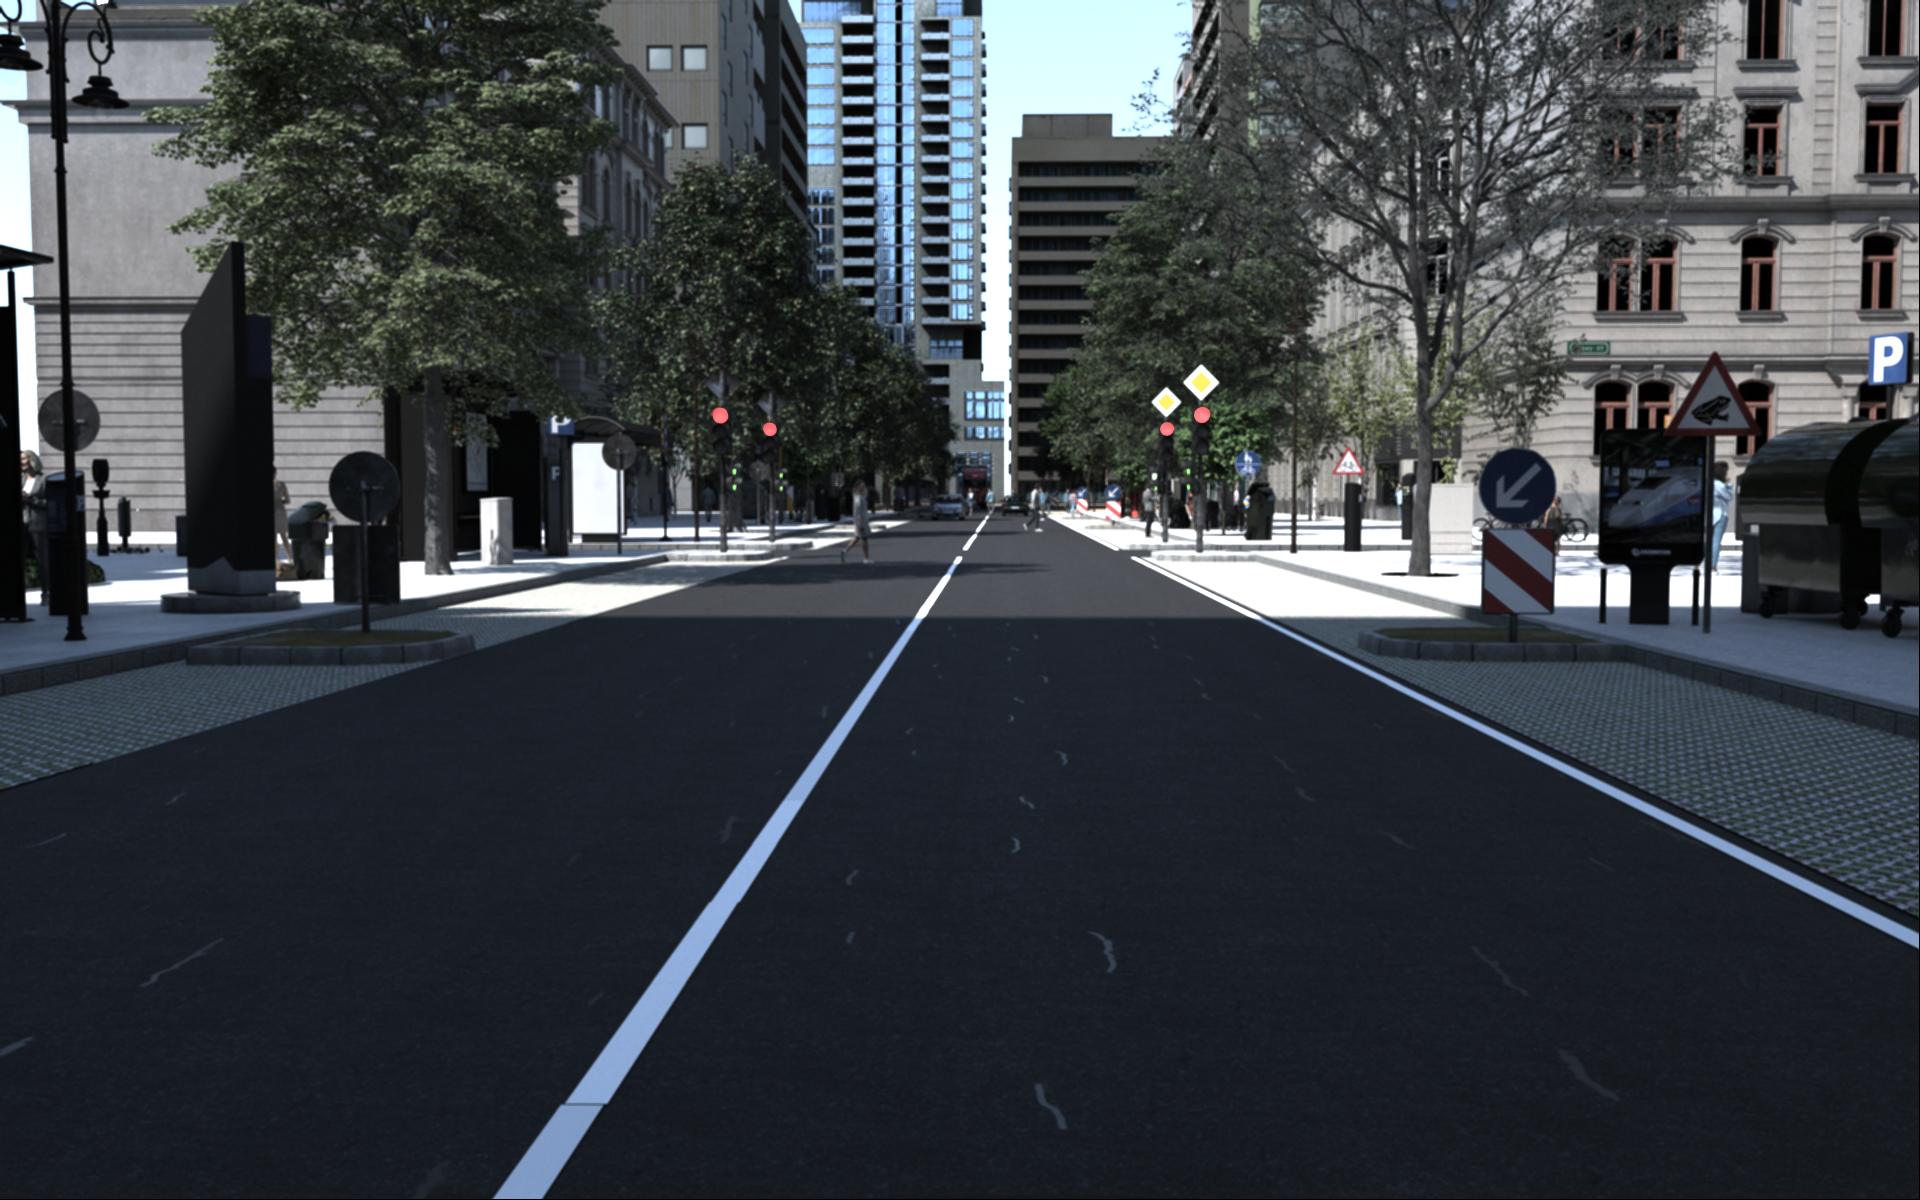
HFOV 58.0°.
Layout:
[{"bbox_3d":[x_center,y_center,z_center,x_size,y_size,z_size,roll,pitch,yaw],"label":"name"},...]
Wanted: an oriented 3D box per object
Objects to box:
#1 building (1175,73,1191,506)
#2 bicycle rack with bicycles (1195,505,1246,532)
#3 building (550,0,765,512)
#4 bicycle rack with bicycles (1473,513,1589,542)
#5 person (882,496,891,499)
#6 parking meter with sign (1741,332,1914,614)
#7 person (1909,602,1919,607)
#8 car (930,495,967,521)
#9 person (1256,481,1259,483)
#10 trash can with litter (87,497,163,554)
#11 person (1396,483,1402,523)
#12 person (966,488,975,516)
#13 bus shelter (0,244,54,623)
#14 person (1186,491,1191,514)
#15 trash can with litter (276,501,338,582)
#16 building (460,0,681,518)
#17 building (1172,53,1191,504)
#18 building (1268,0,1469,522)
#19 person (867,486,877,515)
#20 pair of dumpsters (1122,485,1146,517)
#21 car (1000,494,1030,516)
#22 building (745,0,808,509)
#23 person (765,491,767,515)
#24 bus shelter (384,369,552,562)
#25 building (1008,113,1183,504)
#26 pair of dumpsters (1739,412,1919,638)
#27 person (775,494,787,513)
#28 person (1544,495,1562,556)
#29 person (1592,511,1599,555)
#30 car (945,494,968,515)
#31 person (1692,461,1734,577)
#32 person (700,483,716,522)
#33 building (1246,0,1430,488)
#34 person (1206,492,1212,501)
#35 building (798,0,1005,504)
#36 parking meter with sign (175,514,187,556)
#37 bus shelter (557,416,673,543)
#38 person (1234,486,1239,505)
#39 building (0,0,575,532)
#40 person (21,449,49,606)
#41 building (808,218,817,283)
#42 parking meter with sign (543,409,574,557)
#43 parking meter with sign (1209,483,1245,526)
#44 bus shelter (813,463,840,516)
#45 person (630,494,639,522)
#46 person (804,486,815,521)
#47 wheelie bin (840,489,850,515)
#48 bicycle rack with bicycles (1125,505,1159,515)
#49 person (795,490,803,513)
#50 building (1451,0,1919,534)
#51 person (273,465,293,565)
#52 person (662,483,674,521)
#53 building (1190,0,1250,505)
[{"bbox_3d":[33.372,-31.519,169.966,22.147,44.769,28.867,0,4,1],"label":"building"},{"bbox_3d":[9.048,-2.761,58.525,2.852,0.926,2.925,0,4,3],"label":"bicycle rack with bicycles"},{"bbox_3d":[-30.010,-33.390,135.157,28.713,52.752,27.495,0,4,1],"label":"building"},{"bbox_3d":[15.735,-2.051,46.914,2.852,0.926,2.925,-3,4,-39],"label":"bicycle rack with bicycles"},{"bbox_3d":[-8.529,-11.883,202.916,1.348,1.807,0.705,3,5,40],"label":"person"},{"bbox_3d":[9.333,-1.373,18.714,1.738,3.016,0.543,-1,4,-15],"label":"parking meter with sign"},{"bbox_3d":[10.655,-0.842,19.908,0.679,1.850,0.850,-3,5,-40],"label":"person"},{"bbox_3d":[-0.611,-5.073,94.952,2.014,1.417,4.499,0,4,2],"label":"car"},{"bbox_3d":[11.660,-3.749,67.756,0.576,1.772,0.534,-2,4,-24],"label":"person"},{"bbox_3d":[-18.305,-1.636,37.803,1.678,1.210,2.233,-2,4,-32],"label":"trash can with litter"},{"bbox_3d":[19.566,-4.291,76.469,0.793,1.790,0.793,1,4,23],"label":"person"},{"bbox_3d":[0.716,-6.329,111.998,0.581,1.822,0.654,1,4,18],"label":"person"},{"bbox_3d":[-9.935,-1.405,14.249,1.731,3.624,6.357,0,4,2],"label":"bus shelter"},{"bbox_3d":[13.531,-5.843,101.592,0.581,1.822,0.654,0,4,-3],"label":"person"},{"bbox_3d":[-9.819,-0.878,25.743,0.624,1.170,1.055,1,4,22],"label":"trash can with litter"},{"bbox_3d":[-24.021,-18.733,93.667,14.401,28.519,23.554,0,4,1],"label":"building"},{"bbox_3d":[42.231,-41.700,223.788,28.212,58.520,21.231,0,4,1],"label":"building"},{"bbox_3d":[28.743,-19.672,98.051,17.030,29.872,44.131,0,4,1],"label":"building"},{"bbox_3d":[-5.874,-6.256,108.543,1.509,1.804,0.699,3,4,36],"label":"person"},{"bbox_3d":[9.944,-5.743,96.399,1.574,2.255,4.437,0,4,1],"label":"pair of dumpsters"},{"bbox_3d":[3.615,-6.389,114.241,2.009,1.686,4.222,0,4,1],"label":"car"},{"bbox_3d":[-25.784,-32.783,159.697,21.300,48.544,21.600,0,4,1],"label":"building"},{"bbox_3d":[-11.696,-6.038,105.118,0.624,1.780,0.694,-2,4,-34],"label":"person"},{"bbox_3d":[-9.949,-2.718,35.718,1.731,3.624,6.357,0,4,1],"label":"bus shelter"},{"bbox_3d":[17.071,-36.707,223.865,21.600,48.544,21.300,0,4,1],"label":"building"},{"bbox_3d":[8.848,-0.818,15.867,1.574,2.255,4.437,0,4,1],"label":"pair of dumpsters"},{"bbox_3d":[-11.866,-6.589,114.253,0.782,1.767,0.515,2,4,28],"label":"person"},{"bbox_3d":[12.258,-1.536,35.820,0.362,1.253,0.373,0,4,-4],"label":"person"},{"bbox_3d":[13.250,-1.804,35.311,0.755,1.850,0.659,0,4,2],"label":"person"},{"bbox_3d":[-0.454,-6.391,116.283,2.131,1.459,4.920,0,4,3],"label":"car"},{"bbox_3d":[11.692,-1.260,26.916,0.793,1.790,0.793,-3,5,-39],"label":"person"},{"bbox_3d":[-11.570,-4.477,79.509,0.678,1.792,0.850,-1,4,-16],"label":"person"},{"bbox_3d":[27.977,-27.132,127.198,14.154,41.232,14.086,0,4,1],"label":"building"},{"bbox_3d":[17.614,-7.187,124.276,1.217,1.743,0.721,-3,4,-37],"label":"person"},{"bbox_3d":[-9.629,-55.787,224.791,31.000,86.520,22.319,0,4,1],"label":"building"},{"bbox_3d":[-15.237,-2.408,35.629,1.738,3.016,0.543,0,4,1],"label":"parking meter with sign"},{"bbox_3d":[-9.430,-3.290,47.713,2.014,3.302,5.546,0,4,1],"label":"bus shelter"},{"bbox_3d":[15.117,-5.396,94.945,0.598,1.740,0.731,-3,4,-38],"label":"person"},{"bbox_3d":[-24.785,-13.894,68.970,13.314,21.916,24.055,0,4,1],"label":"building"},{"bbox_3d":[-10.619,-0.831,19.811,0.537,1.800,0.526,0,4,7],"label":"person"},{"bbox_3d":[-22.053,-24.922,179.182,14.107,30.474,14.160,0,4,1],"label":"building"},{"bbox_3d":[-8.376,-2.428,35.954,0.543,3.016,1.738,-1,4,-20],"label":"parking meter with sign"},{"bbox_3d":[10.590,-4.448,68.991,1.738,3.016,0.543,-2,4,-32],"label":"parking meter with sign"},{"bbox_3d":[-7.954,-6.855,103.354,1.731,3.624,6.357,0,4,1],"label":"bus shelter"},{"bbox_3d":[-15.195,-4.307,80.748,0.394,1.301,0.425,2,4,30],"label":"person"},{"bbox_3d":[-7.017,-4.560,81.141,0.519,1.759,0.362,1,4,14],"label":"person"},{"bbox_3d":[-7.375,-6.129,108.123,0.693,1.594,0.980,3,5,45],"label":"wheelie bin"},{"bbox_3d":[10.622,-5.600,104.944,2.925,0.926,2.852,0,4,8],"label":"bicycle rack with bicycles"},{"bbox_3d":[-10.897,-6.829,118.089,0.834,1.777,0.661,-2,4,-25],"label":"person"},{"bbox_3d":[30.815,-16.766,61.515,23.554,28.519,14.401,0,4,1],"label":"building"},{"bbox_3d":[-11.505,-1.391,29.125,0.374,1.781,0.599,3,5,40],"label":"person"},{"bbox_3d":[-13.725,-4.585,81.039,0.581,1.822,0.654,1,4,21],"label":"person"},{"bbox_3d":[31.008,-31.866,144.715,21.300,48.544,21.600,0,4,1],"label":"building"}]
